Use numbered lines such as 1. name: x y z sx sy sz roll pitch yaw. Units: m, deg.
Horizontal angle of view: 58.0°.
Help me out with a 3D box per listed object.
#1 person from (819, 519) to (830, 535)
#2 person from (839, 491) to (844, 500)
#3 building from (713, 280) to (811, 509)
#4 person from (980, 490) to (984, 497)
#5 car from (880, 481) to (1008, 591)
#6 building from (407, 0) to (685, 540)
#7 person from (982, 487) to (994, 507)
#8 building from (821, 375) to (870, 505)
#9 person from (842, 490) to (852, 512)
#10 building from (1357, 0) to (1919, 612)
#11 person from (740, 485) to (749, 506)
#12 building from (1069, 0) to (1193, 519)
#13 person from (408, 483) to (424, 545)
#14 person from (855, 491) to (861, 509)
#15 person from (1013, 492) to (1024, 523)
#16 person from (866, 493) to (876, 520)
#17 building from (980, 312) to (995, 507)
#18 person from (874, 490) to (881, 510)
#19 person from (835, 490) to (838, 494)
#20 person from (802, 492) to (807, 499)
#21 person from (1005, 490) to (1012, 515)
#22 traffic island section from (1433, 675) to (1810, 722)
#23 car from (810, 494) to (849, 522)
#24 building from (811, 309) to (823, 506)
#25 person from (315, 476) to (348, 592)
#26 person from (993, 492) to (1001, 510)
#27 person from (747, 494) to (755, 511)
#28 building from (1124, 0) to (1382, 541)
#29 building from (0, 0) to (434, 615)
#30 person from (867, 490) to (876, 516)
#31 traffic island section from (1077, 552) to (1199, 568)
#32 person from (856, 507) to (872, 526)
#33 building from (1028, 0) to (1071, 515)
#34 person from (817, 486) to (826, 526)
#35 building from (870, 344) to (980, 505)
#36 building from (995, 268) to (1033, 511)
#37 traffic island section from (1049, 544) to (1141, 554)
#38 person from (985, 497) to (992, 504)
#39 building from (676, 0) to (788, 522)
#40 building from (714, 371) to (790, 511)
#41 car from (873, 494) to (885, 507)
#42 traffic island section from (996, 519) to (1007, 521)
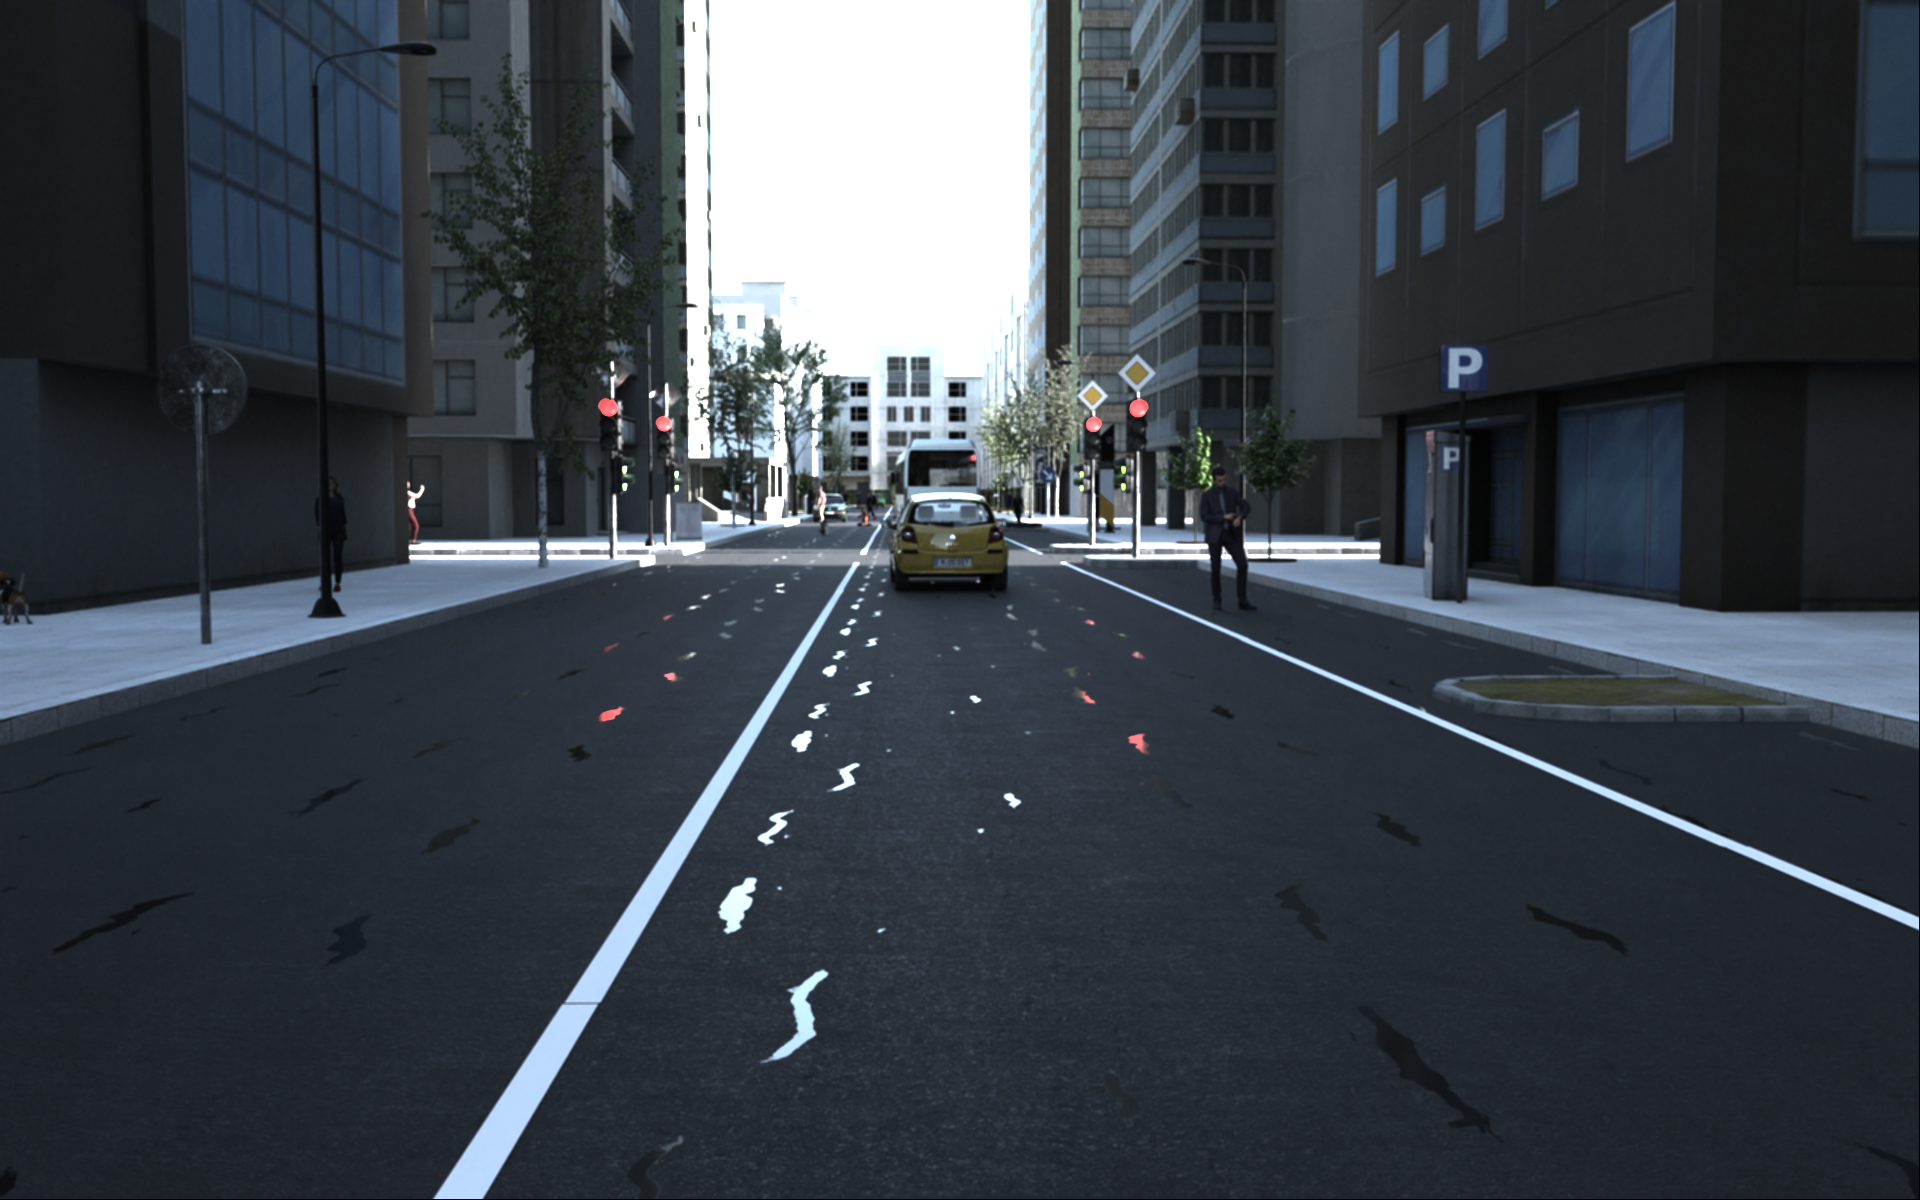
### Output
1. person: -4.772 -2.577 61.113 0.357 0.543 0.381 1 4 17
2. person: -12.964 -11.292 190.667 1.348 1.824 0.705 3 5 41
3. building: -21.599 -18.014 150.944 16.016 20.091 11.380 0 4 -2
4. person: 2.206 -9.724 165.853 0.721 1.723 1.217 0 4 -6
5. car: -0.230 -1.038 27.195 2.015 1.641 3.980 0 4 -4
6. building: -16.514 -22.592 52.974 14.154 41.232 14.086 0 4 -2
7. person: 2.327 -8.372 142.882 1.348 1.831 0.705 2 4 23
8. building: -26.254 -21.085 211.192 31.486 18.905 16.747 0 4 -2
9. person: -9.057 -7.860 137.838 1.217 1.723 0.721 -3 5 -44
10. building: 14.578 -22.889 24.349 14.600 45.320 14.200 0 4 -2
11. person: -12.368 -5.709 99.510 0.434 1.807 0.598 3 5 45
12. building: 12.993 -25.235 96.183 14.154 41.232 14.086 0 4 -2
13. person: -13.753 -2.200 43.470 0.566 1.644 0.517 0 4 6
14. person: -9.816 -9.633 166.452 0.568 1.767 0.683 1 4 19
15. person: 2.332 -3.565 69.333 0.480 1.512 0.613 0 4 -4
16. person: -5.022 -5.258 97.006 0.613 1.512 0.480 -2 4 -28
17. building: 11.405 -18.977 176.737 16.747 18.905 31.486 0 4 -2
18. person: -7.520 -8.935 154.596 1.348 1.824 0.705 3 5 43
19. person: -12.951 -10.690 180.768 0.705 1.831 1.348 1 4 12
20. person: -11.857 -7.777 133.912 0.721 1.735 1.217 2 4 30
21. person: 3.050 -6.104 108.221 0.453 1.535 0.546 -2 4 -34
22. traffic island section: 4.342 0.672 11.876 1.991 0.108 1.994 0 4 -2
23. car: -6.723 -4.878 89.536 2.009 1.686 4.222 0 4 -4
24. building: -21.348 -18.709 162.318 16.016 20.091 11.380 0 4 -2
25. person: -8.343 -0.876 22.904 0.613 1.512 0.480 3 4 37
26. person: 2.862 -7.747 135.891 0.799 1.438 0.628 2 4 27
27. person: -12.417 -5.634 101.341 0.799 1.438 0.628 -3 5 -41
28. building: 18.808 -22.545 60.484 23.993 40.220 32.217 0 4 -2
29. building: -16.626 -22.857 23.815 14.200 45.320 14.600 0 4 -2
30. person: -5.852 -6.445 114.695 0.431 1.722 0.655 3 5 45
31. traffic island section: 3.551 -0.767 34.815 2.009 0.180 2.903 0 4 -2
32. person: -4.377 -3.732 77.796 0.655 0.850 0.859 -3 4 -39
33. building: 11.775 -28.136 110.141 14.600 45.320 14.200 0 4 -2
34. person: -6.353 -4.290 78.772 0.434 1.807 0.598 2 4 32
35. building: 5.198 -21.177 212.705 31.486 18.905 16.747 0 4 -2
36. building: 12.422 -16.986 144.185 16.747 18.905 31.486 0 4 -2
37. traffic island section: 3.275 -1.255 42.795 2.009 0.180 2.903 0 4 -2
38. person: 2.653 -9.408 163.085 0.991 1.433 0.599 3 5 42
39. building: -25.216 -24.062 85.298 32.217 40.220 23.993 0 4 -2
40. building: -17.451 -11.594 131.707 9.099 9.664 28.070 0 4 -2
41. car: -9.320 -11.261 192.905 1.959 1.807 4.718 0 4 -2
42. traffic island section: 1.485 -4.374 94.373 1.991 0.108 1.994 0 4 -2
